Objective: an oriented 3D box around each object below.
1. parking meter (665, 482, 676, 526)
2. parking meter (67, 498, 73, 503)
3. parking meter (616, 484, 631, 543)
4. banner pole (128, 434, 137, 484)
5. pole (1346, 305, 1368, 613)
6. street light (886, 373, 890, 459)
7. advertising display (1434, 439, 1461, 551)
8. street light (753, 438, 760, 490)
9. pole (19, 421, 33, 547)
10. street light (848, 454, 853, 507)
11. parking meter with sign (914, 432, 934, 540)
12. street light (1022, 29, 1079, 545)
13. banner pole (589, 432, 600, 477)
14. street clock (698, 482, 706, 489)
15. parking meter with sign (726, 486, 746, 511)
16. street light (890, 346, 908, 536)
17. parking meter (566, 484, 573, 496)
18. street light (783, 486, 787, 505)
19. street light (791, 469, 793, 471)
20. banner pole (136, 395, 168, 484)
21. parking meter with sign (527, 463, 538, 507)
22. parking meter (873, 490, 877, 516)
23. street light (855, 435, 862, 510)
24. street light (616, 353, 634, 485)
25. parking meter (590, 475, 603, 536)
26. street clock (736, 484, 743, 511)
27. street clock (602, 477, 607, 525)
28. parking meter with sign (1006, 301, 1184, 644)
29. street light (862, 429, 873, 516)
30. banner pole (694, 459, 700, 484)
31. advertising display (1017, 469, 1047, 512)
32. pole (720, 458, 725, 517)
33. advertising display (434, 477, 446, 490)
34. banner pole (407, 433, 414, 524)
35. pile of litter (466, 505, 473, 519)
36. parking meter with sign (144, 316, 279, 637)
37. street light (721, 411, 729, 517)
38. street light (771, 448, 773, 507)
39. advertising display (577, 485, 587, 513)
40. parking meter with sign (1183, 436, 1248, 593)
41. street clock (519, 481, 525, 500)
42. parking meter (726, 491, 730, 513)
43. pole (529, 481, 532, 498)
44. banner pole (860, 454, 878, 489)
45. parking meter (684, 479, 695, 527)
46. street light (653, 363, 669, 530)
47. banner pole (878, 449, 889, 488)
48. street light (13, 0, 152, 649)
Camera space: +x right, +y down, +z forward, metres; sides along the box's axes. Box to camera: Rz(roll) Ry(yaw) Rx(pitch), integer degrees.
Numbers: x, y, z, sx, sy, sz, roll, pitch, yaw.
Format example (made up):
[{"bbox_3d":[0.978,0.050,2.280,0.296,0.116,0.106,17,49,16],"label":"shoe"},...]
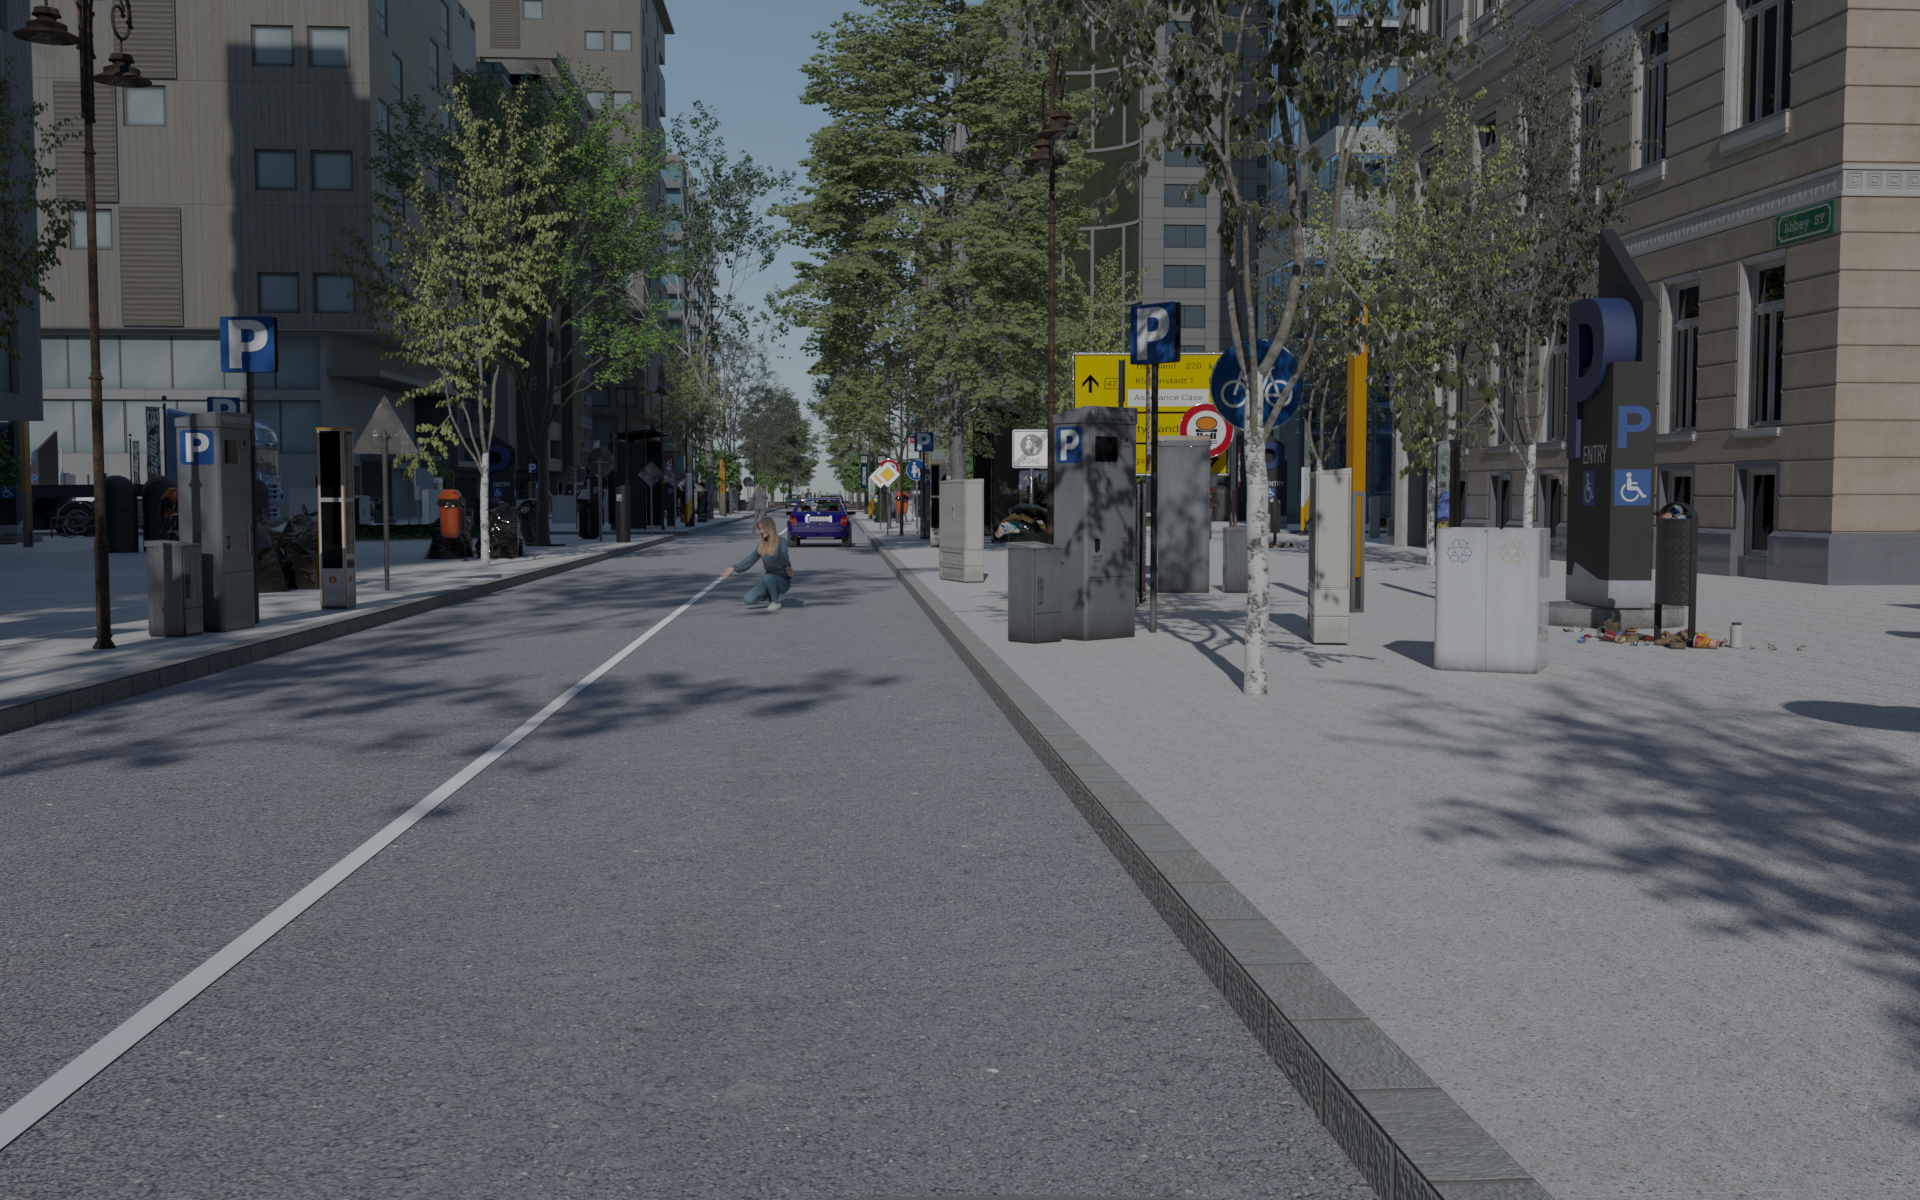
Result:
[{"bbox_3d":[-11.583,-3.890,69.308,0.399,1.863,0.255,0,4,-8],"label":"parking meter"},{"bbox_3d":[-31.465,-3.217,61.014,0.372,1.533,0.369,0,3,0],"label":"parking meter"},{"bbox_3d":[-8.920,-2.291,45.866,0.372,1.533,0.369,0,3,0],"label":"parking meter"},{"bbox_3d":[-34.088,-4.985,71.524,0.863,3.779,0.401,2,4,33],"label":"banner pole"},{"bbox_3d":[4.275,-1.520,18.699,0.158,3.312,0.155,0,3,0],"label":"pole"},{"bbox_3d":[-2.647,-5.643,65.051,0.468,5.910,1.993,0,4,-4],"label":"street light"},{"bbox_3d":[5.868,-0.959,20.887,0.123,1.923,0.974,0,4,5],"label":"advertising display"},{"bbox_3d":[-16.149,-10.080,137.603,0.468,5.910,1.993,0,4,-4],"label":"street light"},{"bbox_3d":[-22.490,-2.928,41.709,0.158,3.312,0.155,0,3,0],"label":"pole"},{"bbox_3d":[-10.919,-12.452,176.384,0.468,5.910,1.993,0,4,-4],"label":"street light"},{"bbox_3d":[-0.852,-3.260,49.566,0.543,3.016,1.738,1,4,11],"label":"parking meter with sign"},{"bbox_3d":[0.946,-2.757,17.862,0.468,5.910,1.993,0,4,-4],"label":"street light"},{"bbox_3d":[-14.711,-4.873,69.697,0.863,3.779,0.401,3,5,42],"label":"banner pole"},{"bbox_3d":[-15.533,-6.105,104.389,0.471,2.002,0.358,1,4,14],"label":"street clock"},{"bbox_3d":[-17.344,-8.396,133.538,1.738,3.016,0.543,-3,5,-41],"label":"parking meter with sign"},{"bbox_3d":[-1.793,-4.907,53.025,0.468,5.910,1.993,0,4,-4],"label":"street light"},{"bbox_3d":[-22.179,-5.669,98.405,0.399,1.863,0.255,-1,4,-18],"label":"parking meter"},{"bbox_3d":[-22.200,-15.178,220.947,0.468,5.910,1.993,0,4,-4],"label":"street light"},{"bbox_3d":[-24.893,-17.356,256.553,0.468,5.910,1.993,0,4,-4],"label":"street light"},{"bbox_3d":[-20.249,-3.289,43.792,0.401,3.779,0.863,1,4,19],"label":"banner pole"},{"bbox_3d":[-23.813,-6.183,97.351,0.543,3.016,1.738,-2,4,-29],"label":"parking meter with sign"},{"bbox_3d":[-4.945,-5.753,102.478,0.372,1.533,0.369,0,3,0],"label":"parking meter"},{"bbox_3d":[-7.830,-9.946,135.398,0.468,5.910,1.993,0,4,-4],"label":"street light"},{"bbox_3d":[-9.667,-4.735,50.204,0.468,5.910,1.993,0,4,-4],"label":"street light"},{"bbox_3d":[-11.098,-2.888,52.927,0.399,1.863,0.255,-1,4,-14],"label":"parking meter"},{"bbox_3d":[-16.426,-7.613,129.049,0.358,2.002,0.471,3,4,38],"label":"street clock"},{"bbox_3d":[-14.855,-4.107,71.715,0.471,2.002,0.358,1,4,9],"label":"street clock"},{"bbox_3d":[1.176,-1.169,15.377,1.738,3.016,0.543,-3,5,-42],"label":"parking meter with sign"},{"bbox_3d":[-5.249,-7.794,100.224,0.468,5.910,1.993,0,4,-4],"label":"street light"},{"bbox_3d":[-17.367,-7.633,114.812,0.863,3.779,0.401,0,4,6],"label":"banner pole"},{"bbox_3d":[1.949,-2.399,44.430,0.974,1.923,0.123,1,4,22],"label":"advertising display"},{"bbox_3d":[-13.943,-6.574,101.324,0.158,3.312,0.155,0,3,0],"label":"pole"},{"bbox_3d":[-19.516,-3.630,64.572,0.974,1.923,0.123,3,4,37],"label":"advertising display"},{"bbox_3d":[-22.445,-4.936,70.717,0.401,3.779,0.863,0,4,4],"label":"banner pole"},{"bbox_3d":[-24.585,-4.508,87.678,1.719,0.858,1.176,2,4,23],"label":"pile of litter"},{"bbox_3d":[-7.026,-1.223,16.260,0.543,3.016,1.738,0,4,3],"label":"parking meter with sign"},{"bbox_3d":[-13.074,-7.562,96.429,0.468,5.910,1.993,0,4,-4],"label":"street light"},{"bbox_3d":[-18.781,-12.238,172.874,0.468,5.910,1.993,0,4,-4],"label":"street light"},{"bbox_3d":[-25.944,-6.986,119.432,0.974,1.923,0.123,-1,4,-17],"label":"advertising display"},{"bbox_3d":[2.916,-1.605,22.505,1.738,3.016,0.543,0,4,3],"label":"parking meter with sign"},{"bbox_3d":[-24.054,-5.539,95.127,0.358,2.002,0.471,-1,4,-17],"label":"street clock"},{"bbox_3d":[-15.825,-6.669,117.456,0.372,1.533,0.369,0,3,0],"label":"parking meter"},{"bbox_3d":[-27.478,-7.158,110.880,0.158,3.312,0.155,0,3,0],"label":"pole"},{"bbox_3d":[-5.164,-6.471,95.810,0.863,3.779,0.401,-3,4,-36],"label":"banner pole"},{"bbox_3d":[-10.674,-3.825,68.247,0.399,1.863,0.255,0,4,1],"label":"parking meter"},{"bbox_3d":[-10.537,-5.411,61.251,0.468,5.910,1.993,0,4,-4],"label":"street light"},{"bbox_3d":[-4.187,-6.493,96.172,0.863,3.779,0.401,-1,4,-9],"label":"banner pole"},{"bbox_3d":[-7.114,-2.534,14.220,0.468,5.910,1.993,0,4,-4],"label":"street light"}]
